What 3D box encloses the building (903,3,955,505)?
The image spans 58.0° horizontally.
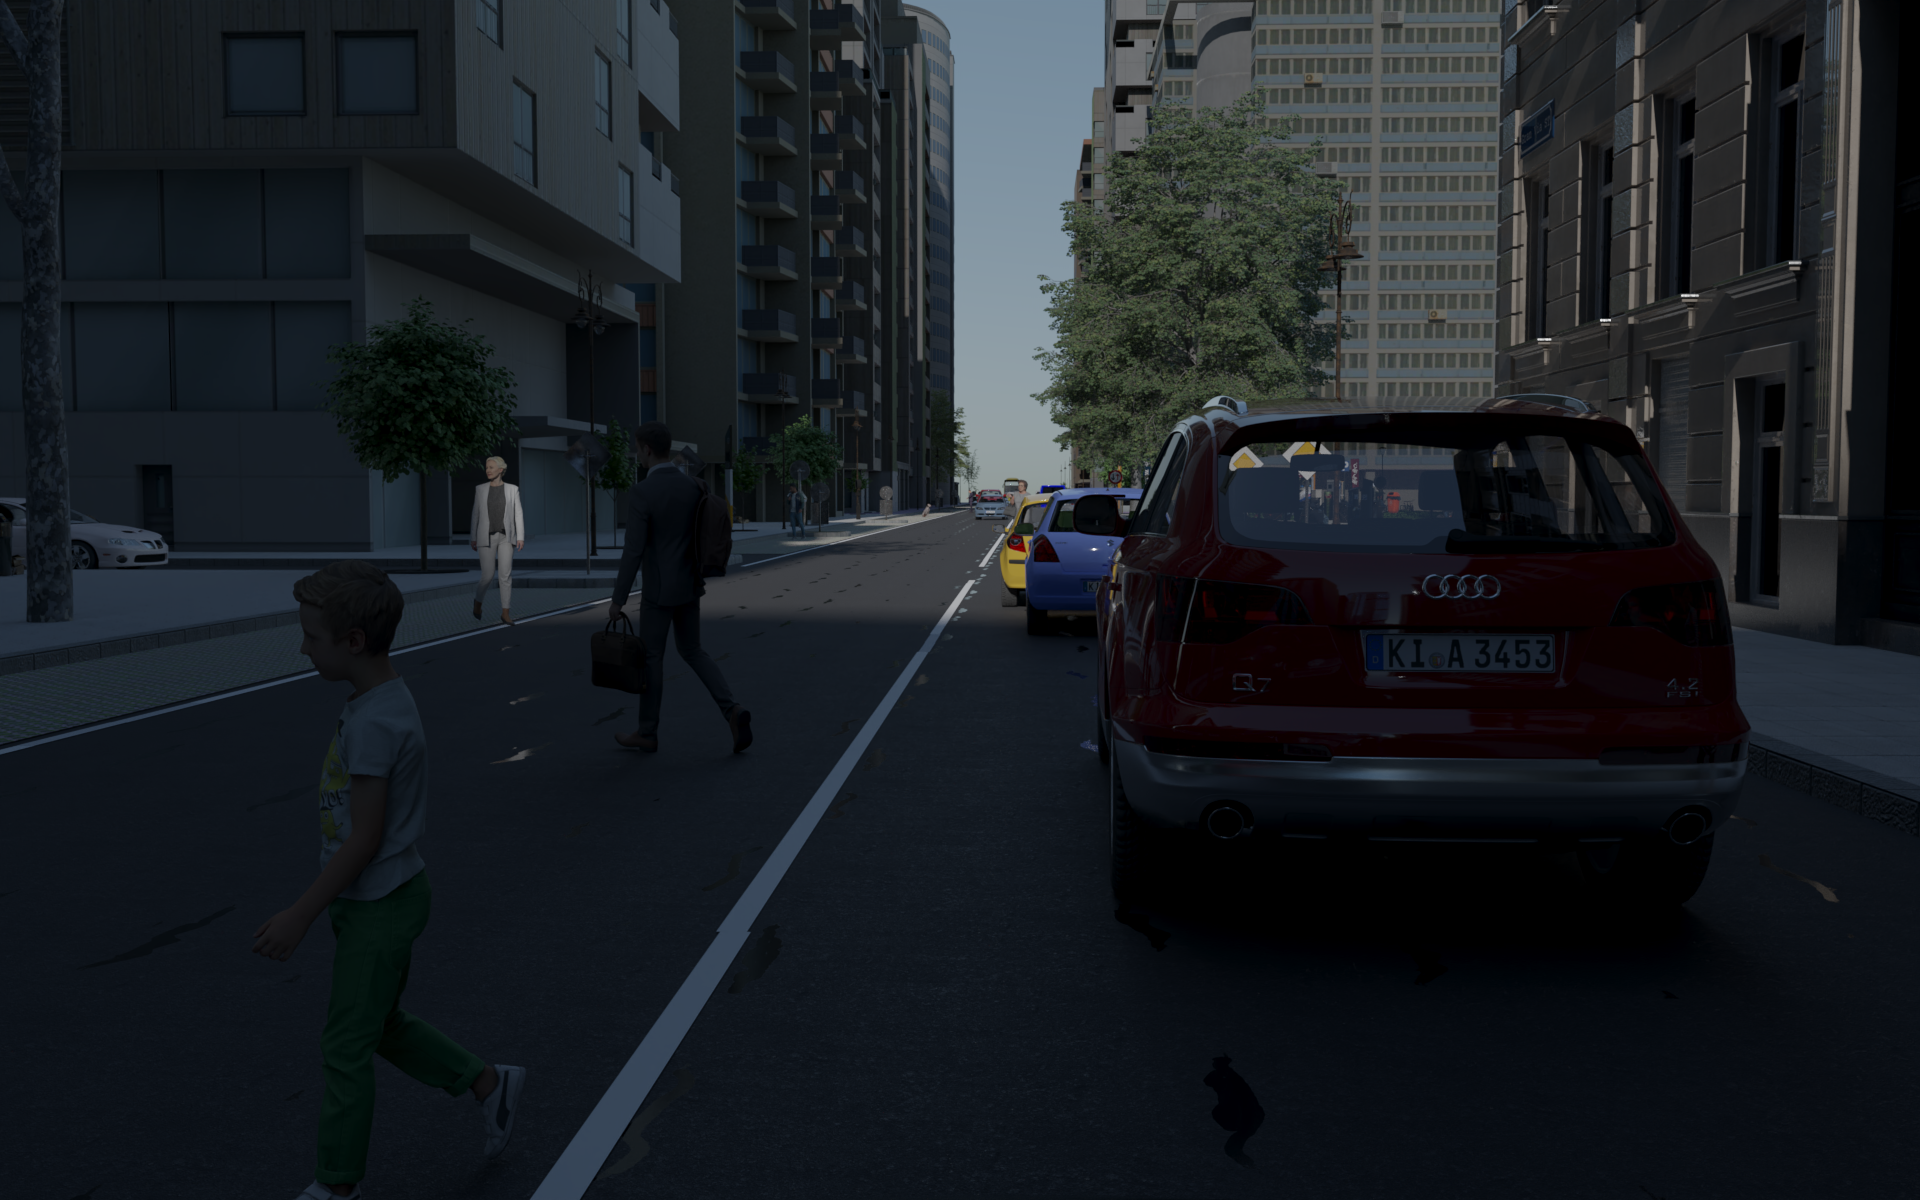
[{"bbox_3d":[-11.789,-40.775,208.676,21.231,58.520,28.212,0,4,2],"label":"building"}]

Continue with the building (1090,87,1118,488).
[{"bbox_3d":[20.390,-30.200,177.369,14.154,41.232,14.086,0,4,2],"label":"building"}]

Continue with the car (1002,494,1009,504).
[{"bbox_3d":[4.887,-11.994,208.103,2.014,1.417,4.499,0,4,0],"label":"car"}]

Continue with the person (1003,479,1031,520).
[{"bbox_3d":[1.364,-2.002,41.589,0.716,1.782,0.532,1,4,18],"label":"person"}]

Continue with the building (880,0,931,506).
[{"bbox_3d":[-14.156,-33.460,170.780,21.300,48.544,21.600,0,4,2],"label":"building"}]

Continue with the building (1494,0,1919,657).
[{"bbox_3d":[13.008,-13.180,12.755,12.463,27.353,25.104,0,4,2],"label":"building"}]

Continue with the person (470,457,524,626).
[{"bbox_3d":[-5.118,-0.653,19.062,0.514,1.842,0.818,-3,4,-36],"label":"person"}]

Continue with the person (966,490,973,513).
[{"bbox_3d":[0.755,-7.669,134.337,0.568,1.767,0.683,-2,4,-23],"label":"person"}]

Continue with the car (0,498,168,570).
[{"bbox_3d":[-16.682,-1.138,30.973,4.827,1.381,2.083,0,4,4],"label":"car"}]

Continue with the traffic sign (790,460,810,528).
[{"bbox_3d":[-6.072,-4.007,65.626,0.768,2.556,0.104,0,4,4],"label":"traffic sign"}]

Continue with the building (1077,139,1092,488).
[{"bbox_3d":[25.534,-33.985,210.282,22.147,44.769,28.867,0,4,2],"label":"building"}]

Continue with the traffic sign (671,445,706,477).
[{"bbox_3d":[-5.594,-1.950,35.523,0.795,2.450,0.064,0,4,2],"label":"traffic sign"}]

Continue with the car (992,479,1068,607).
[{"bbox_3d":[1.427,-0.802,23.336,2.015,1.641,3.980,0,4,3],"label":"car"}]

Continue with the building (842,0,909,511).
[{"bbox_3d":[-14.551,-42.612,134.950,20.563,71.187,20.611,0,4,2],"label":"building"}]

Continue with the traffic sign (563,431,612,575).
[{"bbox_3d":[-5.920,-1.462,27.544,0.795,2.450,0.064,0,4,2],"label":"traffic sign"}]

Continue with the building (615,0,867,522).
[{"bbox_3d":[-16.655,-26.683,90.894,22.147,44.769,28.867,0,4,2],"label":"building"}]

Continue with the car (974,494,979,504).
[{"bbox_3d":[2.865,-13.879,237.147,2.015,1.641,3.980,0,4,4],"label":"car"}]

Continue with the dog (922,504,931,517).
[{"bbox_3d":[-2.100,-5.483,106.490,0.513,0.831,0.800,-1,4,-16],"label":"dog"}]

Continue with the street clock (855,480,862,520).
[{"bbox_3d":[-5.097,-5.032,86.850,0.358,2.002,0.471,-1,4,-17],"label":"street clock"}]

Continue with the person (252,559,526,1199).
[{"bbox_3d":[-1.138,0.567,3.481,0.590,1.304,0.306,-3,5,-41],"label":"person"}]

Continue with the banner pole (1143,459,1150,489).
[{"bbox_3d":[11.703,-7.164,107.141,0.863,3.779,0.401,1,4,20],"label":"banner pole"}]

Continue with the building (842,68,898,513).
[{"bbox_3d":[-11.806,-21.205,118.405,14.160,30.474,14.107,0,4,2],"label":"building"}]

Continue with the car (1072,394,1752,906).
[{"bbox_3d":[1.635,0.064,7.620,2.281,1.827,5.304,0,4,4],"label":"car"}]

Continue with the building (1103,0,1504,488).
[{"bbox_3d":[27.145,-26.822,130.423,32.217,40.220,23.993,0,4,2],"label":"building"}]

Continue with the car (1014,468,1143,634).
[{"bbox_3d":[1.556,-0.572,18.952,1.945,1.707,3.694,0,4,2],"label":"car"}]

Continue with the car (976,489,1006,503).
[{"bbox_3d":[2.301,-7.388,129.459,2.281,1.827,5.304,0,4,0],"label":"car"}]

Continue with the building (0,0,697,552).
[{"bbox_3d":[-23.573,-28.137,49.286,28.713,52.752,27.495,0,4,2],"label":"building"}]

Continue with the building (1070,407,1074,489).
[{"bbox_3d":[30.423,-25.047,254.565,27.650,21.520,28.899,0,4,2],"label":"building"}]

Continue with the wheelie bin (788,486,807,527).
[{"bbox_3d":[-6.390,-3.674,67.978,0.693,1.594,0.980,0,4,4],"label":"wheelie bin"}]

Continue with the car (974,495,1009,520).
[{"bbox_3d":[1.792,-5.224,97.412,2.014,1.417,4.499,0,4,4],"label":"car"}]

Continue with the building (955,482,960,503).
[{"bbox_3d":[-16.413,-34.117,249.700,32.217,40.220,23.993,0,4,2],"label":"building"}]

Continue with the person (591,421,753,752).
[{"bbox_3d":[-1.586,-0.065,9.528,0.822,1.834,0.622,2,4,29],"label":"person"}]

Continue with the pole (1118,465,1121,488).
[{"bbox_3d":[9.852,-6.915,106.897,0.158,3.312,0.155,0,3,0],"label":"pole"}]

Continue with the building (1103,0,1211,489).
[{"bbox_3d":[26.882,-34.653,155.807,28.713,52.752,27.495,0,4,2],"label":"building"}]

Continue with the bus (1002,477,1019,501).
[{"bbox_3d":[7.869,-16.462,260.692,2.896,3.916,12.252,0,4,2],"label":"bus"}]

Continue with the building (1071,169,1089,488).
[{"bbox_3d":[22.345,-35.629,232.640,14.600,45.320,14.200,0,4,2],"label":"building"}]

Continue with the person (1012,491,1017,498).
[{"bbox_3d":[7.243,-12.953,220.419,1.348,1.807,0.705,-2,4,-24],"label":"person"}]

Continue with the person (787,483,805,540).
[{"bbox_3d":[-5.158,-2.783,54.351,0.623,1.781,0.721,1,4,10],"label":"person"}]

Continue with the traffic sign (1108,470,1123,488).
[{"bbox_3d":[8.112,-5.524,90.422,0.768,2.556,0.104,1,4,11],"label":"traffic sign"}]

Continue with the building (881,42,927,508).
[{"bbox_3d":[-10.430,-28.711,153.027,14.154,41.232,14.086,0,4,2],"label":"building"}]
